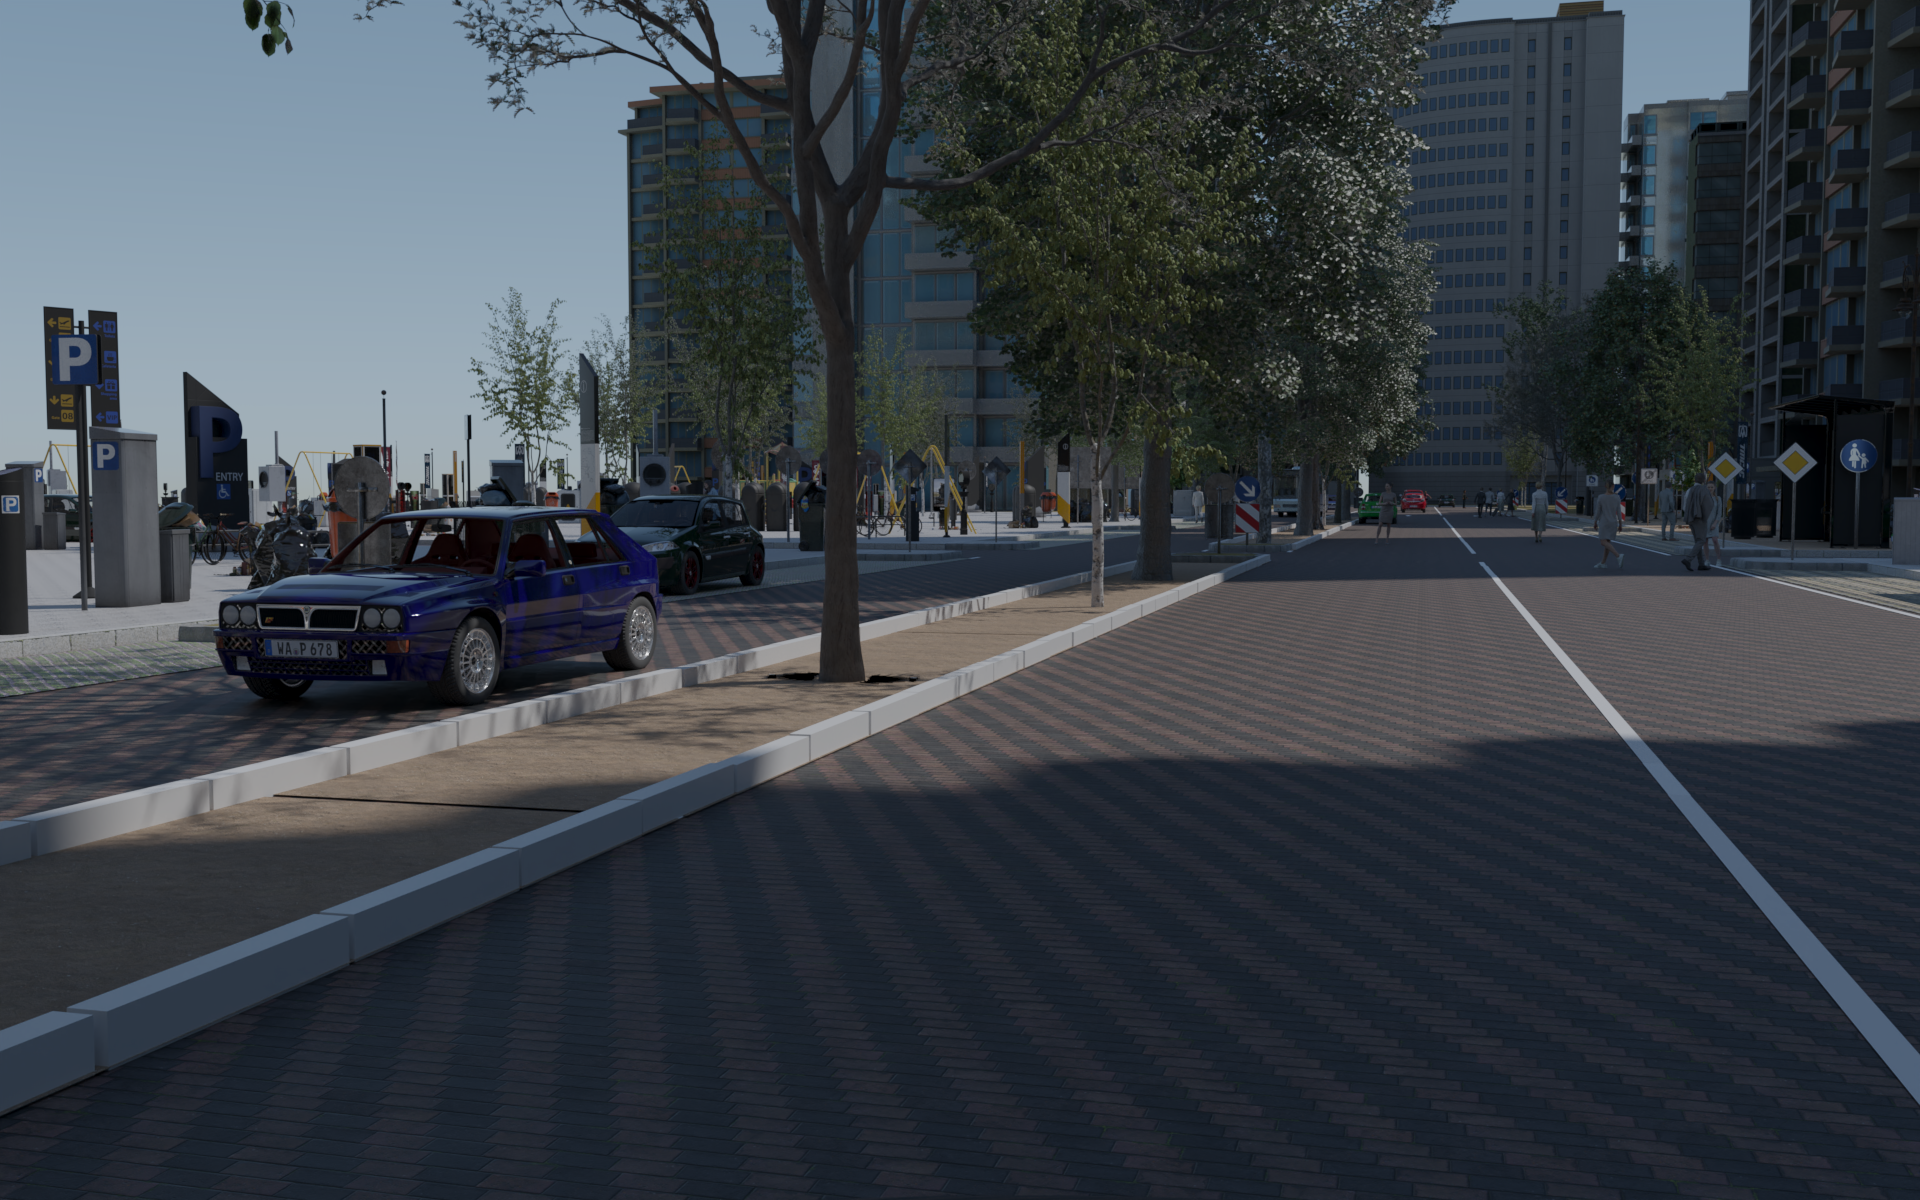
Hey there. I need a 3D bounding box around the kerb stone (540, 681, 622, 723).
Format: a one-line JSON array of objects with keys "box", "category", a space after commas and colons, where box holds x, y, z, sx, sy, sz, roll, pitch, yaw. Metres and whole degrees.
[{"box": [-2.491, 0.669, 11.262, 0.120, 0.150, 1.000, 1, 4, 15], "category": "kerb stone"}]

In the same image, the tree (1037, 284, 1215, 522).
[{"box": [7.212, -9.934, 80.544, 7.486, 12.596, 7.792, 0, 3, 0], "category": "tree"}]

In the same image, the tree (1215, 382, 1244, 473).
[{"box": [14.212, -11.396, 104.454, 7.486, 12.596, 7.792, 0, 3, 0], "category": "tree"}]

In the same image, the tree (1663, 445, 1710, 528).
[{"box": [28.204, -4.405, 66.629, 1.663, 3.219, 1.824, 0, 3, 0], "category": "tree"}]

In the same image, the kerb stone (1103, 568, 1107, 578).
[{"box": [2.275, -0.417, 29.092, 0.120, 0.150, 1.000, 1, 4, 15], "category": "kerb stone"}]

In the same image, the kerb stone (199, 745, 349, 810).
[{"box": [-3.290, 0.853, 8.294, 0.120, 0.150, 1.000, 1, 4, 15], "category": "kerb stone"}]

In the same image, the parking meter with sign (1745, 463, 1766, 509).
[{"box": [44.477, -6.129, 96.473, 1.738, 3.016, 0.543, -1, 4, -15], "category": "parking meter with sign"}]

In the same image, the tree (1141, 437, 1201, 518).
[{"box": [11.309, -6.712, 93.449, 4.285, 4.588, 4.351, 0, 3, 0], "category": "tree"}]

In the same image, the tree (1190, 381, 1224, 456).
[{"box": [20.061, -12.282, 126.572, 9.928, 11.665, 9.643, 0, 3, 0], "category": "tree"}]

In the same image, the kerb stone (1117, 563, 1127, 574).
[{"box": [2.812, -0.543, 31.080, 0.120, 0.150, 1.000, 1, 4, 15], "category": "kerb stone"}]

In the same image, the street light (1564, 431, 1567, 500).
[{"box": [39.511, -8.571, 112.927, 0.468, 5.910, 1.993, 1, 4, 15], "category": "street light"}]

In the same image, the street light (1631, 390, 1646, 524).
[{"box": [29.434, -6.265, 75.214, 0.468, 5.910, 1.993, 1, 4, 15], "category": "street light"}]

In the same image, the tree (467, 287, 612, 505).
[{"box": [-15.132, -6.771, 61.075, 4.737, 8.622, 4.395, 0, 3, 0], "category": "tree"}]

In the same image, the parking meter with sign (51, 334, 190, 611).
[{"box": [-9.523, -1.440, 19.807, 0.543, 3.016, 1.738, 1, 4, 9], "category": "parking meter with sign"}]

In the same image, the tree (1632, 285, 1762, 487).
[{"box": [25.800, -6.715, 60.160, 4.737, 8.622, 4.395, 0, 3, 0], "category": "tree"}]

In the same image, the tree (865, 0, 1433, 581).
[{"box": [3.214, -7.297, 28.412, 9.857, 13.997, 8.962, 0, 3, 0], "category": "tree"}]

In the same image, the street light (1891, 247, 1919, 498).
[{"box": [17.930, -3.660, 32.621, 0.468, 5.910, 1.993, 1, 4, 15], "category": "street light"}]

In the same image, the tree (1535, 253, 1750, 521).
[{"box": [32.622, -10.146, 82.890, 9.611, 12.733, 9.660, 0, 3, 0], "category": "tree"}]

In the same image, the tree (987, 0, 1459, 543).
[{"box": [7.502, -11.645, 48.735, 12.611, 20.169, 13.585, 0, 3, 0], "category": "tree"}]

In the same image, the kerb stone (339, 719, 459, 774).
[{"box": [-3.020, 0.792, 9.280, 0.120, 0.150, 1.000, 1, 4, 15], "category": "kerb stone"}]

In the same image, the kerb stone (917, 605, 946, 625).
[{"box": [-0.378, 0.184, 19.190, 0.120, 0.150, 1.000, 1, 4, 15], "category": "kerb stone"}]

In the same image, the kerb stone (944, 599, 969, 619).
[{"box": [-0.104, 0.124, 20.174, 0.120, 0.150, 1.000, 1, 4, 15], "category": "kerb stone"}]

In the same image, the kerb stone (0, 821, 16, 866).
[{"box": [-3.821, 0.972, 6.307, 0.120, 0.150, 1.000, 1, 4, 15], "category": "kerb stone"}]

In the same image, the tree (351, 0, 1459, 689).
[{"box": [-0.911, -6.107, 12.676, 12.009, 13.543, 11.850, 0, 3, 0], "category": "tree"}]

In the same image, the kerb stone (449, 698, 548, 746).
[{"box": [-2.756, 0.729, 10.275, 0.120, 0.150, 1.000, 1, 4, 15], "category": "kerb stone"}]

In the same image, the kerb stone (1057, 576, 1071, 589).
[{"box": [1.482, -0.239, 26.120, 0.120, 0.150, 1.000, 1, 4, 15], "category": "kerb stone"}]

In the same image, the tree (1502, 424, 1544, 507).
[{"box": [56.231, -13.610, 172.879, 4.737, 8.622, 4.395, 0, 3, 0], "category": "tree"}]

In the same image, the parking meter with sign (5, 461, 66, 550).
[{"box": [-21.521, -2.666, 39.853, 1.738, 3.016, 0.543, 0, 4, 4], "category": "parking meter with sign"}]

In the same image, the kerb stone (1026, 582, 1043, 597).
[{"box": [0.951, -0.119, 24.136, 0.120, 0.150, 1.000, 1, 4, 15], "category": "kerb stone"}]

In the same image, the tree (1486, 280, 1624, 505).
[{"box": [51.882, -18.041, 150.866, 12.611, 20.169, 13.585, 0, 3, 0], "category": "tree"}]

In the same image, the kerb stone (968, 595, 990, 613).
[{"box": [0.160, 0.063, 21.162, 0.120, 0.150, 1.000, 1, 4, 15], "category": "kerb stone"}]

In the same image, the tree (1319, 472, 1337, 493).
[{"box": [22.230, -9.051, 100.797, 4.360, 8.622, 3.978, 0, 3, 0], "category": "tree"}]

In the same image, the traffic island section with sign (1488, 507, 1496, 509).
[{"box": [51.546, -9.610, 165.755, 1.989, 1.847, 2.006, 1, 4, 15], "category": "traffic island section with sign"}]

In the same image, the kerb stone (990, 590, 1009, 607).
[{"box": [0.422, 0.009, 22.151, 0.120, 0.150, 1.000, 1, 4, 15], "category": "kerb stone"}]

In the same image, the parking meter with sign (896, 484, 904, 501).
[{"box": [-4.078, -7.846, 124.547, 1.738, 3.016, 0.543, -3, 5, -43], "category": "parking meter with sign"}]

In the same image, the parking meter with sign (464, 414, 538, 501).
[{"box": [-10.042, -2.579, 38.422, 1.738, 3.016, 0.543, -1, 4, -23], "category": "parking meter with sign"}]

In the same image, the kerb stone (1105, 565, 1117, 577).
[{"box": [2.541, -0.482, 30.078, 0.120, 0.150, 1.000, 1, 4, 15], "category": "kerb stone"}]

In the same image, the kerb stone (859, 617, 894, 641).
[{"box": [-0.890, 0.305, 17.205, 0.120, 0.150, 1.000, 1, 4, 15], "category": "kerb stone"}]

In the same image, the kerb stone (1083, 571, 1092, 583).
[{"box": [2.007, -0.361, 28.105, 0.120, 0.150, 1.000, 1, 4, 15], "category": "kerb stone"}]

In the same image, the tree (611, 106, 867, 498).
[{"box": [-4.337, -5.117, 34.024, 4.737, 8.622, 4.395, 0, 3, 0], "category": "tree"}]

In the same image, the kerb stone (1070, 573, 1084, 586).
[{"box": [1.746, -0.301, 27.117, 0.120, 0.150, 1.000, 1, 4, 15], "category": "kerb stone"}]

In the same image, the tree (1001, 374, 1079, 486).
[{"box": [4.309, -9.434, 104.609, 4.360, 8.622, 3.978, 0, 3, 0], "category": "tree"}]

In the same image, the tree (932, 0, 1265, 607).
[{"box": [1.711, -4.190, 21.334, 4.737, 8.622, 4.395, 0, 3, 0], "category": "tree"}]

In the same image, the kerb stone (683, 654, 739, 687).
[{"box": [-1.957, 0.554, 13.248, 0.120, 0.150, 1.000, 1, 4, 15], "category": "kerb stone"}]

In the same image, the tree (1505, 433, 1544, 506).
[{"box": [58.872, -14.077, 180.527, 4.360, 8.622, 3.978, 0, 3, 0], "category": "tree"}]

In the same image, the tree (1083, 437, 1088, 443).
[{"box": [6.871, -10.037, 114.462, 4.360, 8.622, 3.978, 0, 3, 0], "category": "tree"}]

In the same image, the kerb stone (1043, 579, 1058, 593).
[{"box": [1.217, -0.179, 25.126, 0.120, 0.150, 1.000, 1, 4, 15], "category": "kerb stone"}]

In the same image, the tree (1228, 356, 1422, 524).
[{"box": [18.425, -9.507, 83.656, 9.928, 11.665, 9.643, 0, 3, 0], "category": "tree"}]

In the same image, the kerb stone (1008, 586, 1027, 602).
[{"box": [0.687, -0.058, 23.143, 0.120, 0.150, 1.000, 1, 4, 15], "category": "kerb stone"}]

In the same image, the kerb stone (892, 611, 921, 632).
[{"box": [-0.636, 0.250, 18.201, 0.120, 0.150, 1.000, 1, 4, 15], "category": "kerb stone"}]

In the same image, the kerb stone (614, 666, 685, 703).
[{"box": [-2.229, 0.608, 12.258, 0.120, 0.150, 1.000, 1, 4, 15], "category": "kerb stone"}]

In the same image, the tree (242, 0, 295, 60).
[{"box": [-2.965, -3.170, 4.648, 4.360, 8.622, 3.978, 0, 3, 0], "category": "tree"}]

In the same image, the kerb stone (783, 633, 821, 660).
[{"box": [-1.436, 0.426, 15.231, 0.120, 0.150, 1.000, 1, 4, 15], "category": "kerb stone"}]

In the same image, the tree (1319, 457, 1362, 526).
[{"box": [16.193, -7.575, 76.665, 4.737, 8.622, 4.395, 0, 3, 0], "category": "tree"}]

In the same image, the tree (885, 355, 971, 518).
[{"box": [-1.265, -8.598, 90.934, 4.360, 8.622, 3.978, 0, 3, 0], "category": "tree"}]

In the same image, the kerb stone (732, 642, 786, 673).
[{"box": [-1.691, 0.486, 14.242, 0.120, 0.150, 1.000, 1, 4, 15], "category": "kerb stone"}]

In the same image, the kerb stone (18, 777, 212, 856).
[{"box": [-3.555, 0.911, 7.302, 0.120, 0.150, 1.000, 1, 4, 15], "category": "kerb stone"}]

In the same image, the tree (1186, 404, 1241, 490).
[{"box": [16.772, -10.089, 115.320, 4.360, 8.622, 3.978, 0, 3, 0], "category": "tree"}]

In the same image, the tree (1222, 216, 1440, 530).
[{"box": [14.184, -9.149, 69.050, 9.611, 12.733, 9.660, 0, 3, 0], "category": "tree"}]
